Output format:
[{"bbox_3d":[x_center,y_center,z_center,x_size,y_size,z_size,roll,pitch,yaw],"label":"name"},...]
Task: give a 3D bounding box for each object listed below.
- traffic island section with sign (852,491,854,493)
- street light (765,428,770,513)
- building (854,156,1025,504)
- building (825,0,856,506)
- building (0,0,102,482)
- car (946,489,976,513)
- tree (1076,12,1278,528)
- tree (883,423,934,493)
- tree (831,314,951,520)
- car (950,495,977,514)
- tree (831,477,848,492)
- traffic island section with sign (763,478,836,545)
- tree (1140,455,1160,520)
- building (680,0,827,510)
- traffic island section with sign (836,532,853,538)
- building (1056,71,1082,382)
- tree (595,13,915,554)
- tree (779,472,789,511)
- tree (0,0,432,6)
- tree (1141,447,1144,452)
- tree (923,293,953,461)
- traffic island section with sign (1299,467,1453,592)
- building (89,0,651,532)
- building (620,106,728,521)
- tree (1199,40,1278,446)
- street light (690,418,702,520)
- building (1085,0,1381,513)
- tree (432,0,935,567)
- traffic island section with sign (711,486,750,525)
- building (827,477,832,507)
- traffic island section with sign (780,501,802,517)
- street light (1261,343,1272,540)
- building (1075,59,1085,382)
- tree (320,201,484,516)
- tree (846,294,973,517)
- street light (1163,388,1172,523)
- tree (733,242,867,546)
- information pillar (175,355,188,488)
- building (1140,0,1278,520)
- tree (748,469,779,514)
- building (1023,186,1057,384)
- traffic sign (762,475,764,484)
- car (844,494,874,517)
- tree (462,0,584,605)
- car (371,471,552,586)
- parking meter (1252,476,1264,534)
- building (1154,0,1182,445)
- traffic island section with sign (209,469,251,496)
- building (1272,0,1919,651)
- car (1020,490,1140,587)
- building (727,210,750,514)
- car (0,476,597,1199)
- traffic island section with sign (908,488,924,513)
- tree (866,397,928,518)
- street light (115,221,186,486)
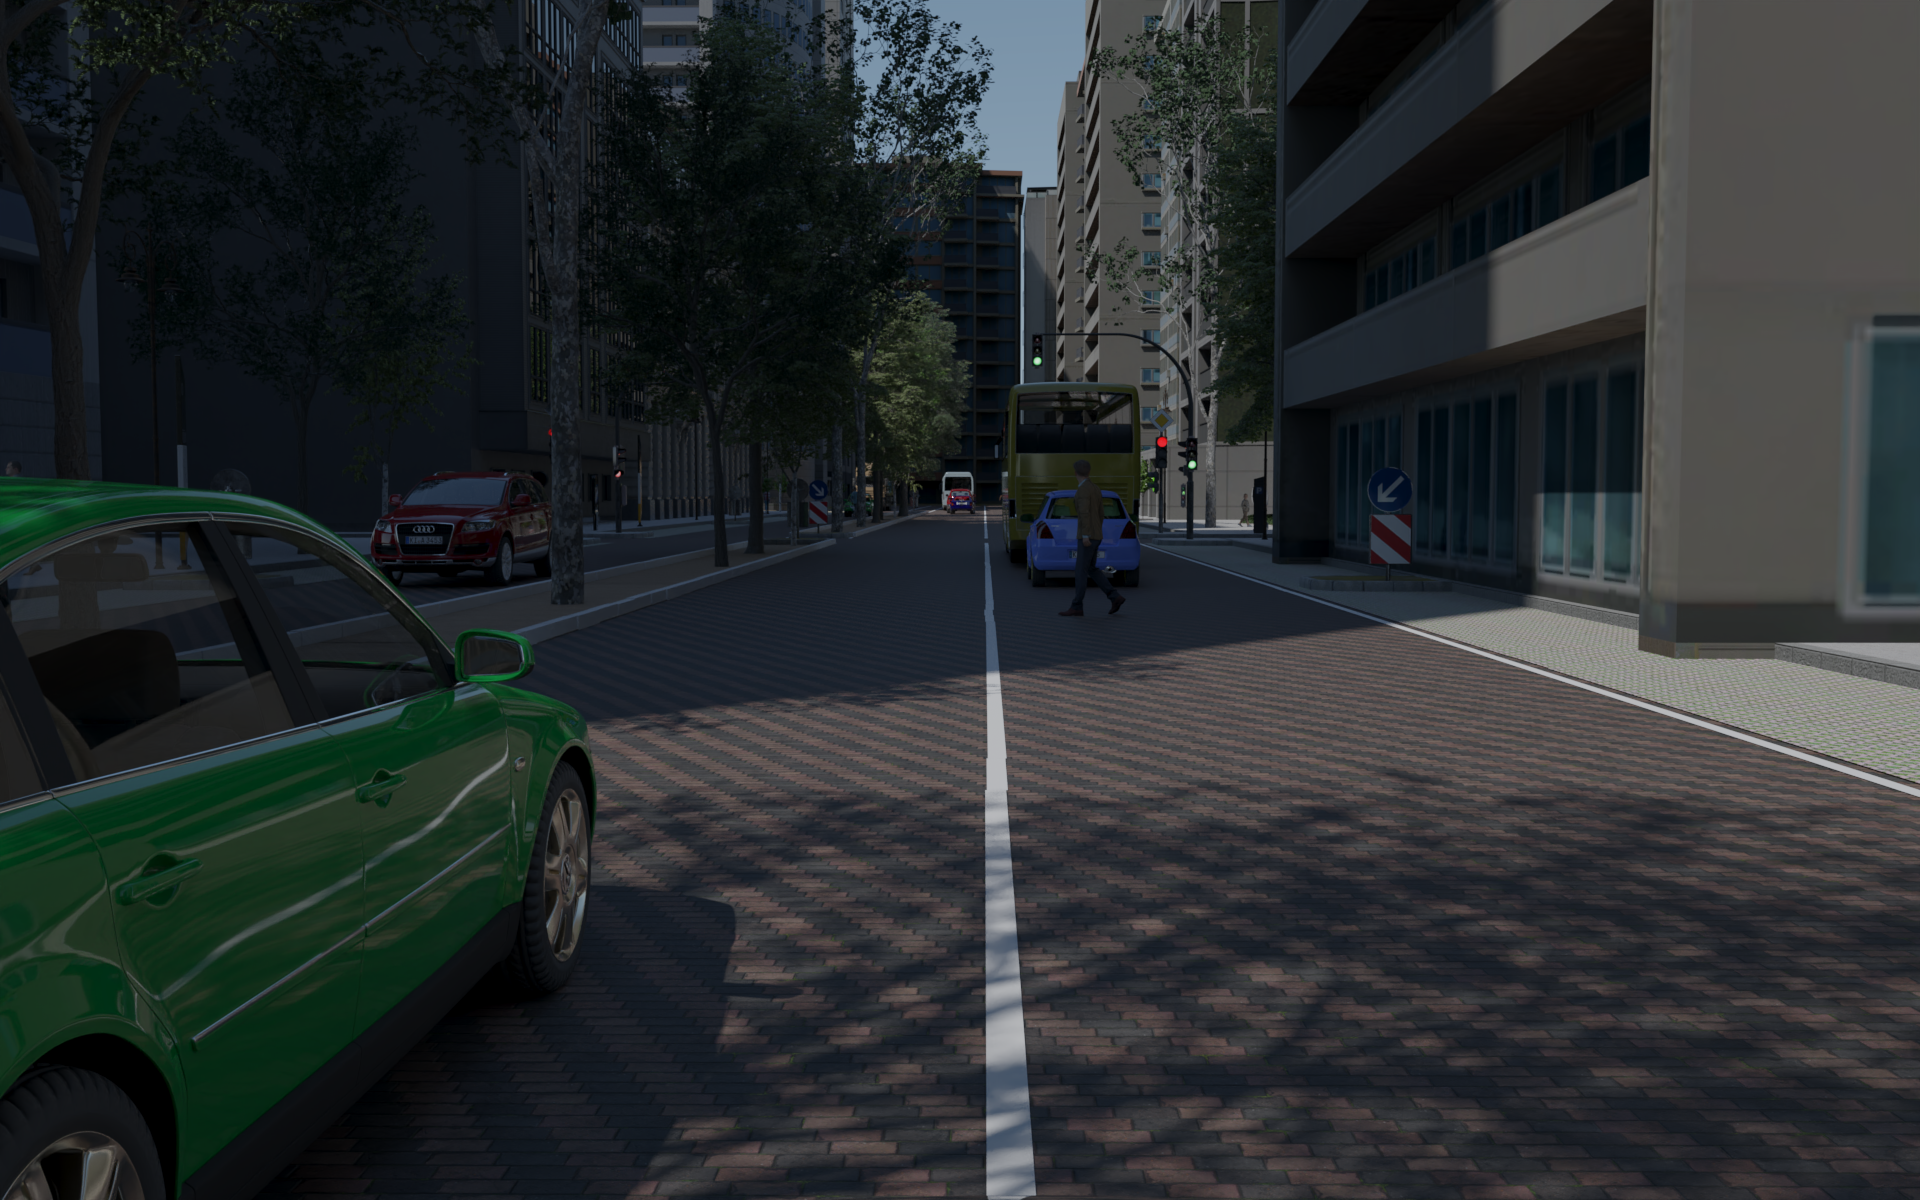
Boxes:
[{"bbox_3d":[-9.536,-9.209,159.192,1.989,1.847,2.006,0,4,1],"label":"traffic island section with sign"},{"bbox_3d":[-12.563,-8.580,113.076,0.468,5.910,1.993,0,4,1],"label":"street light"},{"bbox_3d":[-6.183,-35.000,226.869,28.867,44.769,22.147,0,4,1],"label":"building"},{"bbox_3d":[-22.824,-46.319,195.568,20.611,71.187,20.563,0,4,1],"label":"building"},{"bbox_3d":[-35.262,-30.265,36.837,28.212,58.520,21.231,0,4,1],"label":"building"},{"bbox_3d":[0.041,-7.434,130.224,2.281,1.827,5.304,0,4,1],"label":"car"},{"bbox_3d":[10.549,-12.874,66.374,12.611,20.169,13.585,0,3,0],"label":"tree"},{"bbox_3d":[-3.673,-10.053,117.190,4.360,8.622,3.978,0,3,0],"label":"tree"},{"bbox_3d":[-4.275,-10.170,94.500,9.928,11.665,9.643,0,3,0],"label":"tree"},{"bbox_3d":[0.202,-6.838,124.387,1.945,1.354,3.894,0,4,2],"label":"car"},{"bbox_3d":[-11.983,-10.683,169.267,1.663,3.219,1.824,0,3,0],"label":"tree"},{"bbox_3d":[-4.699,-2.527,49.447,2.006,1.907,1.989,0,4,1],"label":"traffic island section with sign"},{"bbox_3d":[9.024,-5.628,86.618,1.663,3.219,1.824,0,3,0],"label":"tree"},{"bbox_3d":[-23.027,-36.918,145.609,21.231,58.520,28.212,0,4,1],"label":"building"},{"bbox_3d":[-4.586,-2.980,56.853,2.006,1.907,1.989,0,4,1],"label":"traffic island section with sign"},{"bbox_3d":[21.994,-34.966,195.400,21.300,48.544,21.600,0,4,1],"label":"building"},{"bbox_3d":[-4.994,-7.398,41.538,7.486,12.596,7.792,0,3,0],"label":"tree"},{"bbox_3d":[-13.374,-8.378,131.587,1.663,3.219,1.824,0,3,0],"label":"tree"},{"bbox_3d":[-5.307,-4.507,10.563,8.767,10.594,7.601,0,4,1],"label":"tree"},{"bbox_3d":[10.571,-7.530,106.822,4.285,4.588,4.351,0,3,0],"label":"tree"},{"bbox_3d":[-4.240,-10.098,85.680,7.486,12.596,7.792,0,3,0],"label":"tree"},{"bbox_3d":[6.213,-1.074,26.183,1.989,1.847,2.006,0,4,1],"label":"traffic island section with sign"},{"bbox_3d":[-21.688,-16.866,69.265,14.314,27.812,24.014,0,4,1],"label":"building"},{"bbox_3d":[-19.598,-16.101,92.137,11.050,23.489,19.941,0,4,1],"label":"building"},{"bbox_3d":[9.225,-7.593,42.274,7.486,12.596,7.792,0,3,0],"label":"tree"},{"bbox_3d":[-13.020,-6.891,85.454,0.468,5.910,1.993,0,4,1],"label":"street light"},{"bbox_3d":[21.674,-31.885,145.026,21.300,48.544,21.600,0,4,1],"label":"building"},{"bbox_3d":[-4.642,-5.938,33.964,8.767,10.594,7.601,0,4,1],"label":"tree"},{"bbox_3d":[-10.632,-4.481,81.887,1.989,1.847,2.006,0,4,1],"label":"traffic island section with sign"},{"bbox_3d":[-29.452,-29.384,172.313,32.217,40.220,23.993,0,4,1],"label":"building"},{"bbox_3d":[-10.247,-6.141,109.034,1.989,1.847,2.006,0,4,1],"label":"traffic island section with sign"},{"bbox_3d":[8.572,-4.633,48.545,0.468,5.910,1.993,0,4,1],"label":"street light"},{"bbox_3d":[22.701,-31.541,170.316,22.147,44.769,28.867,0,4,1],"label":"building"},{"bbox_3d":[-14.257,-5.677,43.181,4.737,8.622,4.395,0,3,0],"label":"tree"},{"bbox_3d":[-3.629,-12.276,109.831,9.857,13.997,8.962,0,3,0],"label":"tree"},{"bbox_3d":[8.939,-6.279,75.456,0.468,5.910,1.993,0,4,1],"label":"street light"},{"bbox_3d":[-4.589,-5.801,47.665,4.360,8.622,3.978,0,3,0],"label":"tree"},{"bbox_3d":[-13.243,-2.333,29.494,0.183,3.616,0.504,-1,4,-16],"label":"information pillar"},{"bbox_3d":[20.551,-39.759,88.309,20.563,71.187,20.611,0,4,1],"label":"building"},{"bbox_3d":[-12.622,-7.069,110.180,1.663,3.219,1.824,0,3,0],"label":"tree"},{"bbox_3d":[15.244,-33.011,223.317,14.086,41.232,14.154,0,4,1],"label":"building"},{"bbox_3d":[-12.311,-6.444,105.468,0.768,2.556,0.104,1,4,10],"label":"traffic sign"},{"bbox_3d":[-6.334,-6.171,109.687,1.959,1.807,4.718,0,4,1],"label":"car"},{"bbox_3d":[-6.293,-10.055,22.739,12.611,20.169,13.585,0,3,0],"label":"tree"},{"bbox_3d":[-8.054,-1.218,28.589,2.281,1.827,5.304,0,3,0],"label":"car"},{"bbox_3d":[9.703,-3.087,56.188,0.399,1.863,0.255,1,4,19],"label":"parking meter"},{"bbox_3d":[26.763,-26.149,119.416,32.217,40.220,23.993,0,4,1],"label":"building"},{"bbox_3d":[-11.407,-1.098,26.573,1.989,1.847,2.006,0,4,1],"label":"traffic island section with sign"},{"bbox_3d":[16.972,-24.470,23.788,21.300,48.544,21.600,0,4,1],"label":"building"},{"bbox_3d":[1.950,-1.129,28.057,1.945,1.707,3.694,0,4,1],"label":"car"},{"bbox_3d":[-19.320,-17.339,112.366,11.050,23.489,19.941,0,4,1],"label":"building"},{"bbox_3d":[-2.035,0.316,3.626,1.959,1.807,4.718,0,4,1],"label":"car"},{"bbox_3d":[-3.542,-7.575,131.984,2.006,1.907,1.989,0,4,1],"label":"traffic island section with sign"},{"bbox_3d":[-3.830,-9.144,102.318,4.737,8.622,4.395,0,3,0],"label":"tree"},{"bbox_3d":[-13.742,-3.472,29.550,0.468,5.910,1.993,0,4,1],"label":"street light"}]
